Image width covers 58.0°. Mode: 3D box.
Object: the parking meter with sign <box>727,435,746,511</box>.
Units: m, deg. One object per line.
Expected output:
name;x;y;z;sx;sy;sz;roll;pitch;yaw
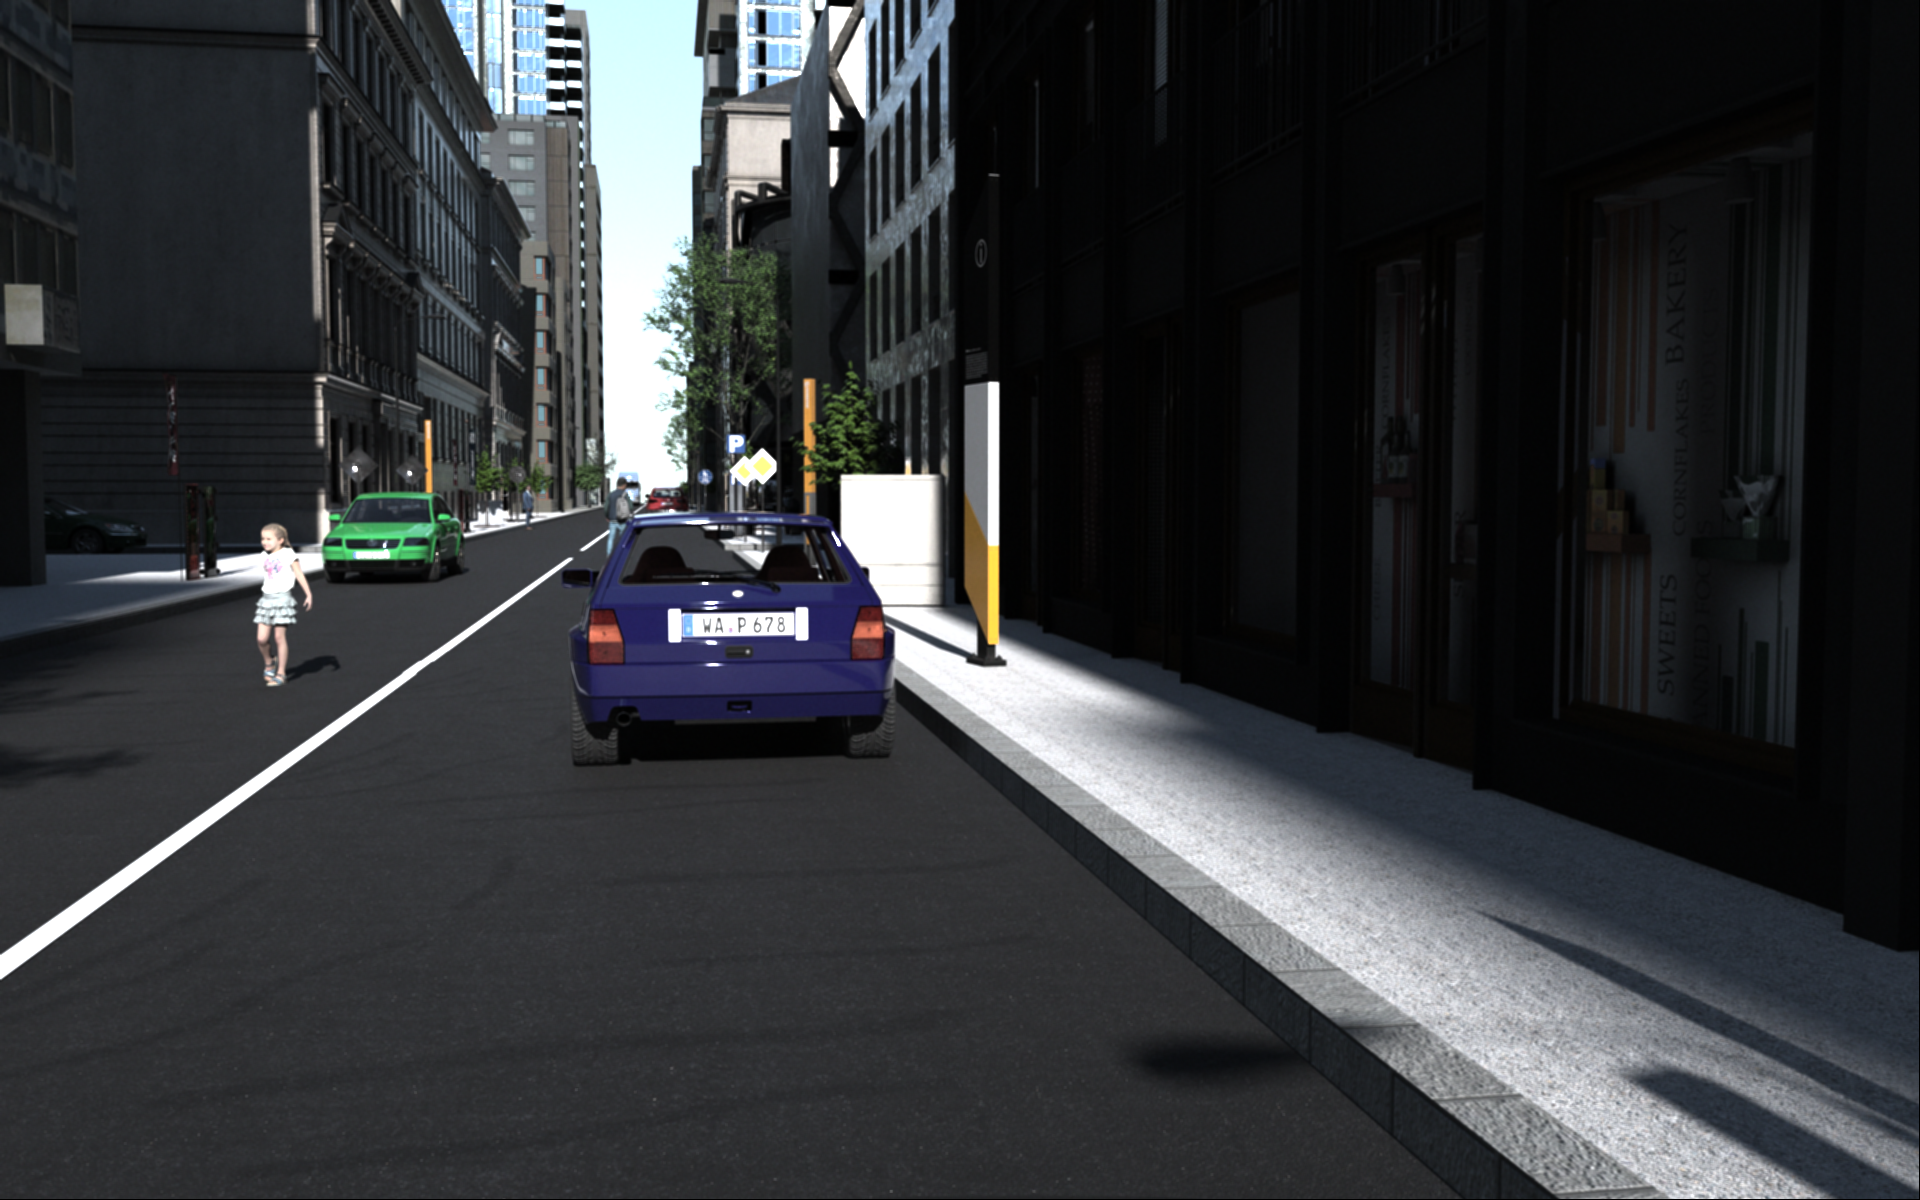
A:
parking meter with sign;-6.656;-3.386;51.624;0.543;3.016;1.738;0;4;-7

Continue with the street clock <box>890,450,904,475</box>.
street clock;-1.065;-1.365;26.882;0.358;2.002;0.471;2;4;25

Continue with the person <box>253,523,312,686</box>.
person;-5.095;0.026;13.093;0.505;1.210;0.382;1;4;12

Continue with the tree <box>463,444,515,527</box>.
tree;-18.385;-4.445;67.278;1.663;3.219;1.824;0;3;0

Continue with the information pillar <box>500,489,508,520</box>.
information pillar;-22.162;-4.875;84.198;0.304;2.012;0.304;-2;4;-32

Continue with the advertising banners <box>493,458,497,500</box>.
advertising banners;-19.210;-4.611;71.578;0.090;3.025;2.074;-1;4;-16

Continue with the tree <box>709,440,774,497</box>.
tree;-7.588;-4.101;61.652;1.663;3.219;1.824;0;3;0

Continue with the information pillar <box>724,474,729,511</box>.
information pillar;-8.444;-3.601;63.366;0.304;2.012;0.304;-1;4;-17

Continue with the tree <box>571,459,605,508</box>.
tree;-34.573;-10.832;160.814;4.285;4.588;4.351;0;3;0

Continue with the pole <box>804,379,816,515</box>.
pole;-2.662;-2.256;30.721;0.158;3.312;0.155;0;3;0

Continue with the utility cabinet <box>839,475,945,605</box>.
utility cabinet;-0.761;-0.680;19.790;1.173;1.500;0.318;0;4;2

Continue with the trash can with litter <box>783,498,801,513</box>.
trash can with litter;-5.194;-2.636;54.493;0.624;1.170;1.055;-1;4;-21

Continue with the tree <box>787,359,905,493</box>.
tree;-1.665;-1.851;24.873;1.663;3.219;1.824;0;3;0

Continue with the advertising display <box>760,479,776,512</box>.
advertising display;-8.318;-4.279;75.178;0.974;1.923;0.123;-1;4;-21

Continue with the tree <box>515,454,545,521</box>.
tree;-21.031;-5.372;82.426;1.663;3.219;1.824;0;3;0

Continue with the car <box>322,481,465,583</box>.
car;-9.566;-1.262;29.425;1.959;1.807;4.718;-1;4;-8

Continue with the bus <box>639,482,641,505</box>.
bus;-44.528;-14.639;234.204;2.948;3.499;13.247;-1;4;-10

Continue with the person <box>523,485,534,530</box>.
person;-17.453;-3.749;69.983;0.419;1.800;0.721;0;3;0

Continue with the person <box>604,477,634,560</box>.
person;-7.170;-1.685;36.397;0.623;1.781;0.721;-1;4;-8

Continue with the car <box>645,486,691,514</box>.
car;-14.526;-4.741;86.182;2.281;1.827;5.304;-1;4;-9

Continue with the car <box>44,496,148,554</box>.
car;-21.330;-1.713;39.800;4.920;1.459;2.131;-1;4;-9

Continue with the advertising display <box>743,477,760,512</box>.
advertising display;-6.503;-2.957;53.556;0.123;1.923;0.974;1;4;14

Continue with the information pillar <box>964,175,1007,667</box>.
information pillar;0.167;-1.324;13.007;0.183;3.616;0.504;-1;4;-22

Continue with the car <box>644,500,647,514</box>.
car;-18.970;-6.104;109.594;2.009;1.686;4.222;-1;4;-9

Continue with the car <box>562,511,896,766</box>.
car;-1.456;0.122;10.585;1.945;1.354;3.894;-1;4;-10

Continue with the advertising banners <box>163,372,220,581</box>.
advertising banners;-11.478;-1.815;25.864;0.090;3.025;2.074;0;4;-5

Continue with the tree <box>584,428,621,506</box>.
tree;-40.044;-14.861;193.344;4.360;8.622;3.978;0;3;0

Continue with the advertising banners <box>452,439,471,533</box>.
advertising banners;-16.225;-3.678;56.322;0.090;3.025;2.074;0;4;-2

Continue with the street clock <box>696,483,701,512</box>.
street clock;-16.928;-6.568;111.960;0.358;2.002;0.471;0;4;-3

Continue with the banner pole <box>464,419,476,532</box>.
banner pole;-16.500;-4.183;58.411;0.401;3.779;0.863;1;4;10

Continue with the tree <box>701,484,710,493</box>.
tree;-17.541;-7.771;121.654;1.663;3.219;1.824;0;3;0

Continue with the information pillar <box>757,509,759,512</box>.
information pillar;-9.071;-4.401;76.445;0.304;2.012;0.304;3;5;39

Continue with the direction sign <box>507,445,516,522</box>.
direction sign;-20.626;-5.354;79.527;0.379;3.537;0.876;-1;4;-17

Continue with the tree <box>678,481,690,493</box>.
tree;-35.270;-13.844;220.951;1.663;3.219;1.824;0;3;0

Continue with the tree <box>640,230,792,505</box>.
tree;-8.781;-8.751;68.840;9.928;11.665;9.643;0;3;0

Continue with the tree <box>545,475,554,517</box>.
tree;-23.054;-6.136;94.929;1.663;3.219;1.824;0;3;0

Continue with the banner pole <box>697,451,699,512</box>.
banner pole;-15.374;-6.828;101.654;0.401;3.779;0.863;-1;4;-11

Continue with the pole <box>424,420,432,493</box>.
pole;-14.663;-3.299;47.786;0.158;3.312;0.155;0;3;0
